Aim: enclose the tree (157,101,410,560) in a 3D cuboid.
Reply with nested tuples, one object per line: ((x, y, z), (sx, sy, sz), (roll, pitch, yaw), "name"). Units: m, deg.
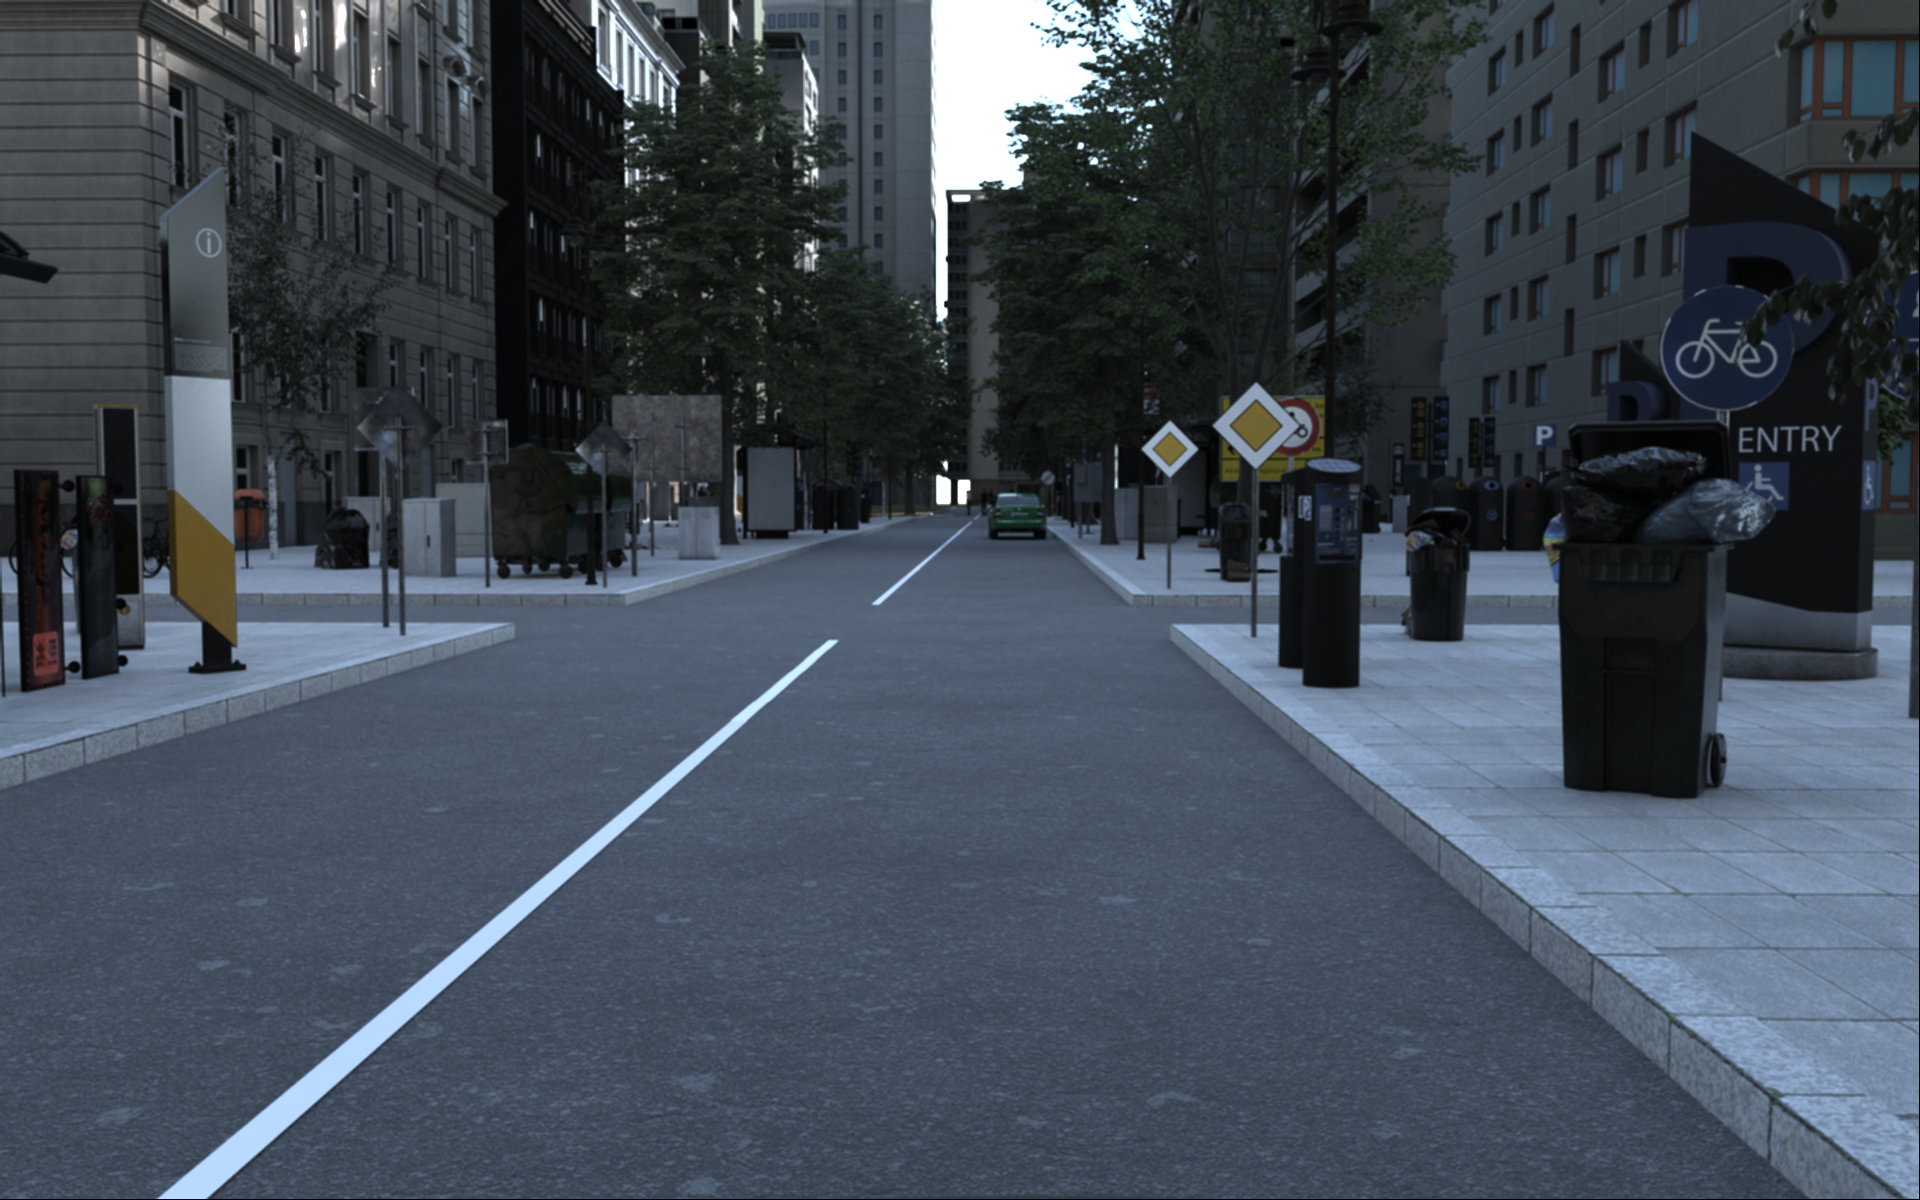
((-13.126, -5.086, 33.516), (4.360, 8.622, 3.978), (0, 3, 0), "tree")

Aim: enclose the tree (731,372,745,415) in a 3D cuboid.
((-11.397, -7.567, 74.081), (4.360, 8.622, 3.978), (0, 3, 0), "tree")

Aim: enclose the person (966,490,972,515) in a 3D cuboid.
((0.522, -6.595, 117.259), (0.436, 1.711, 0.756), (2, 4, 34), "person")

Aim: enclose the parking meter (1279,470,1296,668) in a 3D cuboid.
((2.561, -0.271, 12.846), (0.372, 1.533, 0.369), (0, 3, 0), "parking meter")

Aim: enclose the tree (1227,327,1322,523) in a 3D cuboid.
((13.847, -7.662, 75.641), (4.737, 8.622, 4.395), (0, 3, 0), "tree")

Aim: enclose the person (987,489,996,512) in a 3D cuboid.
((2.498, -7.921, 138.035), (0.705, 1.821, 1.348), (3, 4, 37), "person")

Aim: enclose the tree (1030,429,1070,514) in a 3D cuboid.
((6.008, -9.706, 109.062), (4.360, 8.622, 3.978), (0, 3, 0), "tree")

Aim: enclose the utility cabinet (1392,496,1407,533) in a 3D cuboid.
((14.790, -2.811, 57.129), (1.020, 1.237, 0.306), (3, 4, 39), "utility cabinet")

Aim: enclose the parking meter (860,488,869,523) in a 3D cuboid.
((-4.206, -4.160, 76.433), (0.372, 1.533, 0.369), (0, 3, 0), "parking meter")

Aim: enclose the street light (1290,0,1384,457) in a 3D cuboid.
((3.005, -2.522, 14.016), (0.468, 5.910, 1.993), (0, 4, 1), "street light")

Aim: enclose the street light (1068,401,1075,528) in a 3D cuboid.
((4.300, -5.700, 65.977), (0.468, 5.910, 1.993), (0, 4, 1), "street light")

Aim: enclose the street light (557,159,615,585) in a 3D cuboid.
((-5.219, -3.153, 24.344), (0.468, 5.910, 1.993), (0, 4, 1), "street light")

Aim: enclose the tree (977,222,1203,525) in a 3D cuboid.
((5.514, -9.527, 72.777), (9.611, 12.733, 9.660), (0, 3, 0), "tree")

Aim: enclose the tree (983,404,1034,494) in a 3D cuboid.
((7.168, -16.003, 172.025), (12.009, 13.543, 11.850), (0, 3, 0), "tree")

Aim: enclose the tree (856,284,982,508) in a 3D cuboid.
((-3.825, -18.548, 159.145), (12.611, 20.169, 13.585), (0, 3, 0), "tree")

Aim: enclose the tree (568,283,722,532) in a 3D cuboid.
((-10.669, -6.599, 58.259), (4.360, 8.622, 3.978), (0, 3, 0), "tree")

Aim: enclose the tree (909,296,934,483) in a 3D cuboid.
((-4.461, -10.087, 83.050), (7.486, 12.596, 7.792), (0, 3, 0), "tree")

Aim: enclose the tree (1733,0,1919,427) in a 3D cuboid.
((3.417, -3.315, 4.557), (4.360, 8.622, 3.978), (0, 3, 0), "tree")

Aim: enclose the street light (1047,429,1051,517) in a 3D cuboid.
((5.099, -7.669, 98.171), (0.468, 5.910, 1.993), (0, 4, 1), "street light")

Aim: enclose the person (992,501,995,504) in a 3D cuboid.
((2.711, -6.553, 118.899), (1.065, 1.426, 0.557), (0, 4, 1), "person")

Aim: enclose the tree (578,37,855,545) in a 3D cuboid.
((-5.835, -7.652, 43.240), (7.486, 12.596, 7.792), (0, 3, 0), "tree")

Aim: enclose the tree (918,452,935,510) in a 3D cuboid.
((-3.288, -11.712, 141.857), (4.737, 8.622, 4.395), (0, 3, 0), "tree")

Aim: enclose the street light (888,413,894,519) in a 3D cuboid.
((-3.615, -7.118, 89.169), (0.468, 5.910, 1.993), (0, 4, 1), "street light")

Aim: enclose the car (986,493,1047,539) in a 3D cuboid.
((1.829, -2.896, 56.143), (1.959, 1.807, 4.718), (0, 4, 0), "car")

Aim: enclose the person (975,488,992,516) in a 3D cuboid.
((1.588, -6.538, 115.403), (1.348, 1.822, 0.705), (2, 4, 32), "person")

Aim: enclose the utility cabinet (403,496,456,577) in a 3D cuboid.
((-8.304, -0.972, 27.047), (1.020, 1.237, 0.306), (3, 4, 37), "utility cabinet")

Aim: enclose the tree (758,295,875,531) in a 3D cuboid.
((-5.299, -6.726, 60.328), (4.737, 8.622, 4.395), (0, 3, 0), "tree")

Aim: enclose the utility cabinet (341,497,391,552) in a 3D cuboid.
((-13.182, -1.672, 38.492), (1.020, 1.237, 0.306), (-3, 5, -44), "utility cabinet")

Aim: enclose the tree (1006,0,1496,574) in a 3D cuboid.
((4.610, -6.247, 27.893), (9.928, 11.665, 9.643), (0, 3, 0), "tree")

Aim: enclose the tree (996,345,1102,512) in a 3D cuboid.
((7.185, -13.444, 126.462), (9.857, 13.997, 8.962), (0, 3, 0), "tree")

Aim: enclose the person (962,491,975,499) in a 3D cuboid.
((0.874, -10.205, 175.349), (1.348, 1.824, 0.705), (-1, 4, -18), "person")

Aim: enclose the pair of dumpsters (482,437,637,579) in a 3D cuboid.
((-6.462, -1.571, 28.187), (1.574, 2.255, 4.437), (0, 4, 1), "pair of dumpsters")

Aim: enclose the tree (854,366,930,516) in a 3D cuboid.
((-4.157, -9.099, 99.130), (4.360, 8.622, 3.978), (0, 3, 0), "tree")

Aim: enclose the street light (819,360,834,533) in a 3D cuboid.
((-4.403, -5.124, 56.562), (0.468, 5.910, 1.993), (0, 4, 1), "street light")

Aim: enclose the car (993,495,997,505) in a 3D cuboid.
((3.349, -7.922, 142.111), (1.945, 1.354, 3.894), (0, 4, 2), "car")

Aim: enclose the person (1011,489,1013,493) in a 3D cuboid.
((3.835, -7.336, 128.444), (1.348, 1.824, 0.705), (-2, 4, -24), "person")

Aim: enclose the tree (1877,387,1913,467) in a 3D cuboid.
((13.032, -2.597, 26.174), (4.285, 4.588, 4.351), (0, 3, 0), "tree")

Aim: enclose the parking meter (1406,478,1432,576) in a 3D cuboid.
((7.170, -1.139, 27.041), (0.372, 1.533, 0.369), (0, 3, 0), "parking meter")

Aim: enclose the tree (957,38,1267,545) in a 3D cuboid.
((3.830, -7.655, 43.287), (7.486, 12.596, 7.792), (0, 3, 0), "tree")

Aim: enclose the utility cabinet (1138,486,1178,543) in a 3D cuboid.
((5.165, -2.242, 45.336), (0.318, 1.500, 1.173), (-3, 4, -38), "utility cabinet")

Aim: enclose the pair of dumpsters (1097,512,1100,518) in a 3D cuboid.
((8.125, -5.633, 94.600), (1.574, 2.255, 4.437), (0, 4, 1), "pair of dumpsters")

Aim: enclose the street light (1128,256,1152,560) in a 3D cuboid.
((3.548, -3.731, 33.790), (0.468, 5.910, 1.993), (0, 4, 1), "street light")

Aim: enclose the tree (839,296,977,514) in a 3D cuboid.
((-3.204, -12.464, 110.448), (9.857, 13.997, 8.962), (0, 3, 0), "tree")

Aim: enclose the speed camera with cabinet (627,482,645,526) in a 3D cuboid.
((-13.198, -4.616, 69.813), (0.660, 3.252, 2.038), (-1, 4, -22), "speed camera with cabinet")

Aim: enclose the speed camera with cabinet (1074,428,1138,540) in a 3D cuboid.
((4.160, -3.361, 49.283), (0.660, 3.252, 2.038), (-3, 5, -43), "speed camera with cabinet")

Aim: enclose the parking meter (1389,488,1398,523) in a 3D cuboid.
((19.043, -4.140, 76.100), (0.372, 1.533, 0.369), (0, 3, 0), "parking meter")

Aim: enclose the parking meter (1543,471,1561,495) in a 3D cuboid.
((14.663, -2.276, 42.930), (0.399, 1.863, 0.255), (1, 4, 17), "parking meter")
